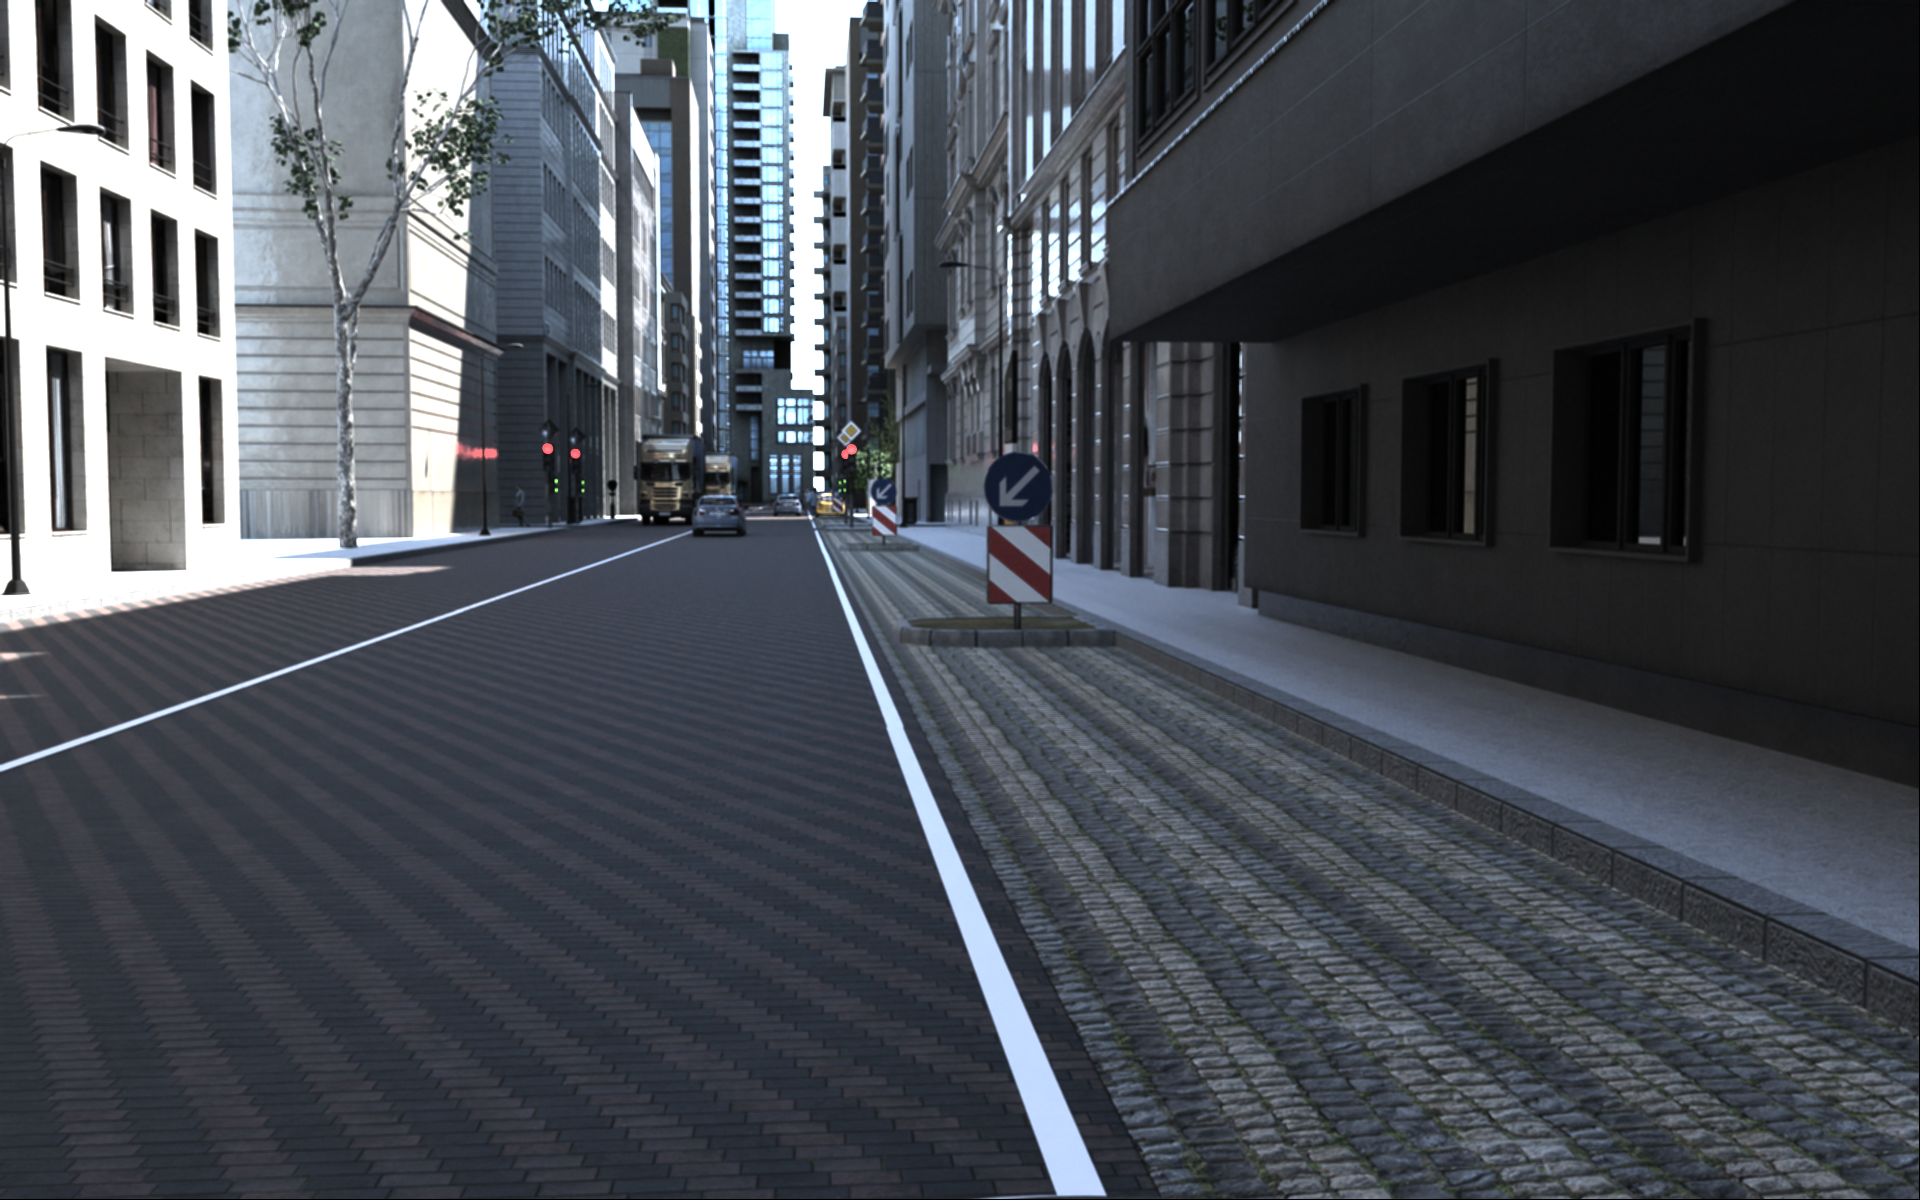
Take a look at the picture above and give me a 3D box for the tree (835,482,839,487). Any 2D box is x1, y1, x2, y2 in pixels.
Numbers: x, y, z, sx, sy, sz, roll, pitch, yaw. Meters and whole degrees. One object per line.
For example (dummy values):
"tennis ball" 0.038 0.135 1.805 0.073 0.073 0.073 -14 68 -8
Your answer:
"tree" -9.957 -9.691 153.053 1.663 3.219 1.824 0 3 0

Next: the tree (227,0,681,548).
"tree" -13.221 -11.268 40.121 12.611 20.169 13.585 0 3 0

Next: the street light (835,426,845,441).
"street light" -7.559 -8.898 118.019 1.470 5.913 1.316 0 4 -5

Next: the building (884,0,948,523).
"building" 9.672 -30.543 88.623 27.495 52.752 28.713 0 4 -5

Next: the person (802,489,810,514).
"person" -10.778 -6.891 121.444 0.520 1.790 0.573 -2 4 -31

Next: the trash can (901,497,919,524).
"trash can" -2.136 -3.808 73.914 0.748 1.137 0.748 0 3 0

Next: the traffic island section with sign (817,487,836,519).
"traffic island section with sign" -7.099 -5.513 98.768 1.989 1.847 2.006 0 4 -5

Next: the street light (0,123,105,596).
"street light" -11.422 -3.015 21.830 1.470 5.913 1.316 0 4 -5

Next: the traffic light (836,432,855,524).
"traffic light" -4.898 -5.213 74.153 0.839 4.253 0.868 0 4 -5

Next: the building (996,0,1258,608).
"building" 8.063 -11.557 30.755 13.314 21.916 24.055 0 4 -5

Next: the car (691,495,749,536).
"car" -8.353 -2.949 60.218 2.014 1.417 4.499 0 4 -5

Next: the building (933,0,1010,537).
"building" 6.625 -16.363 54.925 14.401 28.519 23.554 0 4 -5

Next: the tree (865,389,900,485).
"tree" -4.296 -10.292 118.635 4.737 8.622 4.395 0 3 0

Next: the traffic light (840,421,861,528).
"traffic light" -4.169 -4.727 66.201 0.839 4.253 0.868 0 4 -5

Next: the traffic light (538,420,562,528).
"traffic light" -15.432 -4.663 65.156 0.839 4.253 0.868 0 4 -5

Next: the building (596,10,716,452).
"building" -44.210 -40.893 210.606 28.212 58.520 21.231 0 4 -5

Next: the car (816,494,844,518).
"car" -7.777 -5.717 103.698 2.015 1.641 3.980 0 4 -6

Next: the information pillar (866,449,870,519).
"information pillar" -4.736 -5.996 89.392 0.183 3.616 0.504 0 4 -6

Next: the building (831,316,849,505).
"building" 0.450 -20.748 184.274 27.650 21.520 28.899 0 4 -5

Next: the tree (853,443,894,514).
"tree" -5.760 -7.811 111.417 4.285 4.588 4.351 0 3 0

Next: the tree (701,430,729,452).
"tree" -28.345 -15.230 199.371 4.360 8.622 3.978 0 3 0

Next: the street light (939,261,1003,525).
"street light" 0.276 -3.803 34.719 1.470 5.913 1.316 0 4 -5

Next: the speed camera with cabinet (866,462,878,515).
"speed camera with cabinet" -5.428 -6.861 106.512 0.660 3.252 2.038 0 4 -6

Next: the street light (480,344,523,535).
"street light" -14.227 -4.964 53.696 1.470 5.913 1.316 0 4 -5

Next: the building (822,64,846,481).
"building" -2.186 -38.076 211.776 28.713 52.752 27.495 0 4 -5

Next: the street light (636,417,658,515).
"street light" -18.836 -8.050 104.162 1.470 5.913 1.316 0 4 -5

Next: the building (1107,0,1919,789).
"building" 9.555 -13.012 6.250 14.314 27.812 24.014 0 4 -5

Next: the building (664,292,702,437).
"building" -38.833 -19.344 161.311 27.650 21.520 28.899 0 4 -5

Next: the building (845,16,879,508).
"building" -3.520 -31.283 161.586 14.600 45.320 14.200 0 4 -5

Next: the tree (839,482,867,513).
"tree" -6.650 -7.384 115.335 1.663 3.219 1.824 0 3 0

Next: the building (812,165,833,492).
"building" -5.490 -38.252 245.035 30.456 49.044 23.786 0 4 -5

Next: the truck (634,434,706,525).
"truck" -13.849 -5.794 83.648 2.839 4.237 11.283 0 4 -5

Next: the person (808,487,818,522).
"person" -7.539 -4.911 89.067 0.793 1.790 0.793 1 4 10

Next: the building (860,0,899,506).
"building" 3.523 -29.404 135.377 22.147 44.769 28.867 0 4 -5

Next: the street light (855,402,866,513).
"street light" -4.566 -7.009 87.143 1.470 5.913 1.316 0 4 -5

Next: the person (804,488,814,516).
"person" -9.963 -6.484 114.384 0.748 1.841 0.638 1 4 16

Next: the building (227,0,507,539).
"building" -30.696 -13.591 55.497 30.059 22.955 16.112 0 4 -5

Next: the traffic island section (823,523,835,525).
"traffic island section" -4.857 -3.180 74.271 2.009 0.180 2.903 0 4 -5

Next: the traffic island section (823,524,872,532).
"traffic island section" -4.128 -2.693 66.319 2.009 0.180 2.903 0 4 -5

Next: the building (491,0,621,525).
"building" -24.151 -18.883 86.234 11.434 29.767 29.804 0 4 -5

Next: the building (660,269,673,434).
"building" -28.403 -18.088 131.899 11.583 22.565 21.152 0 4 -5

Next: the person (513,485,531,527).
"person" -17.838 -3.766 70.194 0.853 1.813 0.709 -3 5 -42

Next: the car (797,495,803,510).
"car" -15.457 -9.068 160.843 1.945 1.354 3.894 0 4 -5

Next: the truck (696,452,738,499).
"truck" -16.682 -7.931 118.587 2.839 4.237 11.283 0 4 -5

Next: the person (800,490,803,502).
"person" -15.541 -9.842 169.506 0.705 1.814 1.350 1 4 17

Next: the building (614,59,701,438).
"building" -34.787 -32.565 182.553 14.600 45.320 14.200 0 4 -5

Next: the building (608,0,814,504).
"building" -36.028 -56.717 239.988 31.000 86.520 22.319 0 4 -5

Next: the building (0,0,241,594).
"building" -17.570 -10.246 22.281 10.420 20.320 16.860 0 4 -5

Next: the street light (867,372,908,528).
"street light" -2.702 -5.736 66.322 1.470 5.913 1.316 0 4 -5

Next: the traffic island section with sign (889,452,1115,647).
"traffic island section with sign" 0.377 -0.516 17.058 1.989 1.847 2.006 0 4 -5

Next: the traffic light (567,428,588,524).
"traffic light" -16.161 -5.149 73.108 0.839 4.253 0.868 0 4 -5

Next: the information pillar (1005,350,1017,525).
"information pillar" 0.839 -2.268 28.440 0.183 3.616 0.504 -1 4 -14

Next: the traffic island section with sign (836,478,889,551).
"traffic island section with sign" -2.069 -2.157 43.903 1.989 1.847 2.006 0 4 -5

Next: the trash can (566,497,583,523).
"trash can" -16.971 -3.954 76.298 0.748 1.137 0.748 0 3 0

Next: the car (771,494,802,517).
"car" -11.102 -6.066 111.182 2.014 1.417 4.499 0 4 -7

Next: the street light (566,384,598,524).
"street light" -15.944 -6.148 73.053 1.470 5.913 1.316 0 4 -5

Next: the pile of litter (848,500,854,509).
"pile of litter" -9.449 -8.130 146.895 1.176 0.858 1.719 0 4 -6

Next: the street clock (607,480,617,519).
"street clock" -18.046 -5.221 89.938 0.471 2.002 0.358 -2 4 -30

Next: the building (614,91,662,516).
"building" -26.146 -17.947 111.448 12.078 24.808 19.932 0 4 -5
